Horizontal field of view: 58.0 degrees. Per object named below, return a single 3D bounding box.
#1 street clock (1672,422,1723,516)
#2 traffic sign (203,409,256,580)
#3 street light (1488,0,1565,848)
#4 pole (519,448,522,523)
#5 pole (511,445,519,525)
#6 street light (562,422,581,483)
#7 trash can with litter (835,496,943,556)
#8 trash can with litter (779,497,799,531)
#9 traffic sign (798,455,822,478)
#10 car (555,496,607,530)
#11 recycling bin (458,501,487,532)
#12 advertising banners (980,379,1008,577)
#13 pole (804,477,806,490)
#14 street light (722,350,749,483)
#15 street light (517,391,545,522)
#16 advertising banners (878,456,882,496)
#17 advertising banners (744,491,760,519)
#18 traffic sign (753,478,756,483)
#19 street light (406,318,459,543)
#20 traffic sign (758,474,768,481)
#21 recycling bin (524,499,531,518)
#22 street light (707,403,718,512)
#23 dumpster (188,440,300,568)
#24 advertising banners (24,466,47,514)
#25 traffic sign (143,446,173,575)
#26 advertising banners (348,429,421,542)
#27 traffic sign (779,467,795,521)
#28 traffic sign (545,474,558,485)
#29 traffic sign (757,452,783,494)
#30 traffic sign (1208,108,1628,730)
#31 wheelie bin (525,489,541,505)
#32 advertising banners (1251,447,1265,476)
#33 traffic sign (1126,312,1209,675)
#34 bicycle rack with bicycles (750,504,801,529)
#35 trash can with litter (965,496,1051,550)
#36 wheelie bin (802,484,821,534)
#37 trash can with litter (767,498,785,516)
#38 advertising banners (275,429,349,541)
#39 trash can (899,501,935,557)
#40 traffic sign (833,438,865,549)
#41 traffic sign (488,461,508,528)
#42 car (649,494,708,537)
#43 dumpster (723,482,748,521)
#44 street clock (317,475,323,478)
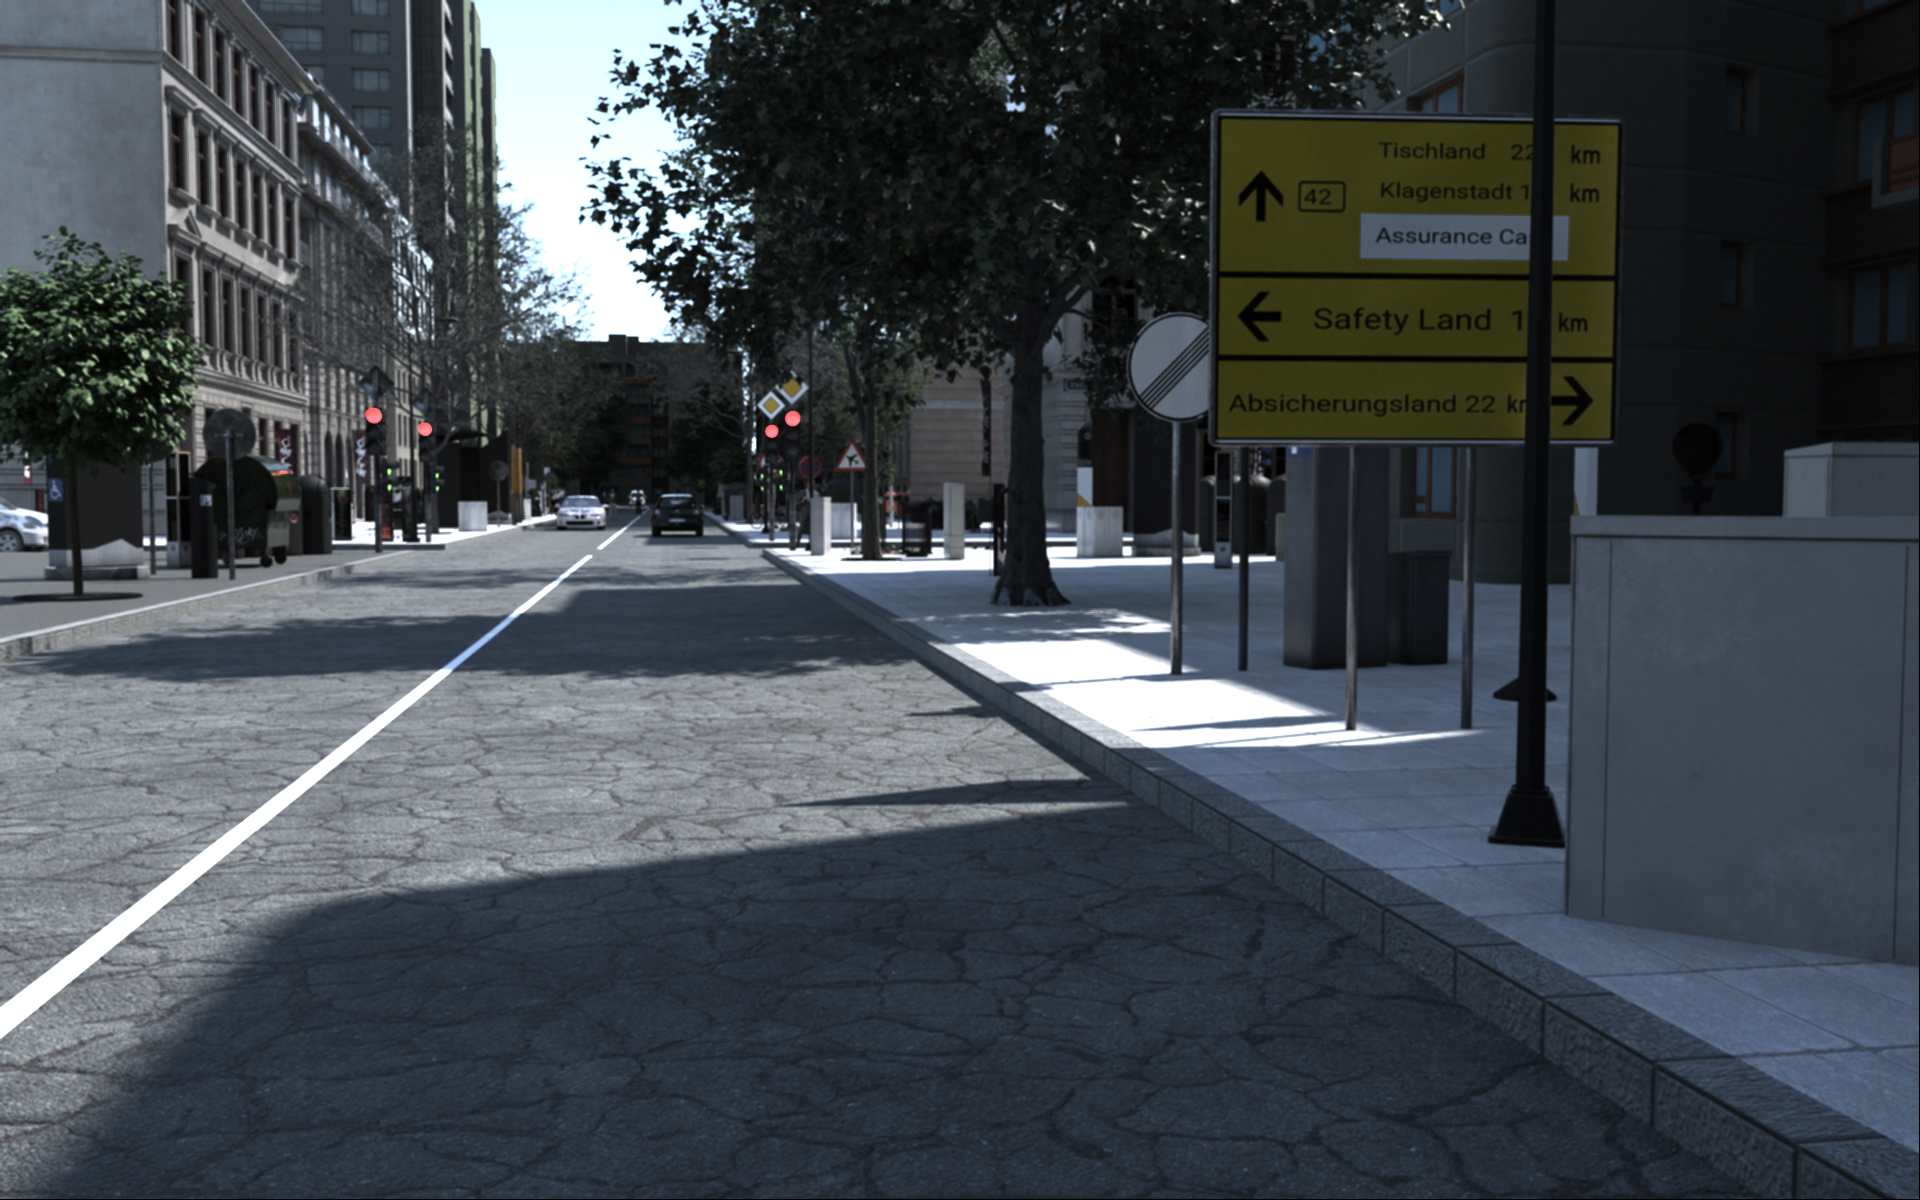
[{"bbox_3d":[7.483,-0.798,17.611,0.471,2.002,0.358,2,4,25],"label":"street clock"},{"bbox_3d":[-10.902,-1.576,25.875,0.768,2.556,0.104,0,4,-7],"label":"traffic sign"},{"bbox_3d":[1.583,-2.057,6.179,1.470,5.913,1.316,-1,4,-10],"label":"street light"},{"bbox_3d":[-19.509,-5.065,76.663,0.158,3.312,0.155,0,3,0],"label":"pole"},{"bbox_3d":[-18.521,-4.773,71.889,0.158,3.312,0.155,0,3,0],"label":"pole"},{"bbox_3d":[-25.052,-8.515,111.757,1.470,5.913,1.316,-1,4,-10],"label":"street light"},{"bbox_3d":[-1.435,-1.574,36.789,2.233,1.210,1.678,0,4,-8],"label":"trash can with litter"},{"bbox_3d":[-5.695,-3.018,60.408,1.678,1.210,2.233,1,4,10],"label":"trash can with litter"},{"bbox_3d":[-4.890,-3.452,56.546,0.768,2.556,0.104,0,4,-5],"label":"traffic sign"},{"bbox_3d":[-15.345,-3.539,70.230,2.083,1.381,4.827,-1,4,-10],"label":"car"},{"bbox_3d":[-16.640,-2.850,59.151,0.722,1.027,0.722,3,5,41],"label":"recycling bin"},{"bbox_3d":[0.628,-1.901,27.277,0.090,3.025,2.074,1,4,18],"label":"advertising banners"},{"bbox_3d":[-10.751,-7.735,120.307,0.158,3.312,0.155,0,3,0],"label":"pole"},{"bbox_3d":[-6.836,-5.105,56.006,1.470,5.913,1.316,-1,4,-10],"label":"street light"},{"bbox_3d":[-19.411,-6.466,78.260,1.470,5.913,1.316,-1,4,-10],"label":"street light"},{"bbox_3d":[-3.820,-5.125,79.983,0.090,3.025,2.074,-1,4,-12],"label":"advertising banners"},{"bbox_3d":[-10.500,-5.707,89.500,0.090,3.025,2.074,-3,5,-44],"label":"advertising banners"},{"bbox_3d":[-13.908,-7.012,114.744,0.768,2.556,0.104,0,4,-1],"label":"traffic sign"},{"bbox_3d":[-13.883,-4.470,45.623,1.470,5.913,1.316,-1,4,-10],"label":"street light"},{"bbox_3d":[-9.642,-5.232,85.552,0.884,2.594,0.081,0,4,-3],"label":"traffic sign"},{"bbox_3d":[-23.312,-4.866,92.113,0.722,1.027,0.722,2,4,33],"label":"recycling bin"},{"bbox_3d":[-12.216,-7.103,88.667,1.470,5.913,1.316,-1,4,-10],"label":"street light"},{"bbox_3d":[-12.708,-1.730,30.785,1.502,2.255,1.985,-1,4,-9],"label":"dumpster"},{"bbox_3d":[-26.518,-3.285,49.902,0.090,3.025,2.074,0,4,-4],"label":"advertising banners"},{"bbox_3d":[-12.870,-1.679,27.557,0.768,2.556,0.104,0,4,-6],"label":"traffic sign"},{"bbox_3d":[-15.510,-3.093,46.756,2.074,3.025,0.090,1,4,16],"label":"advertising banners"},{"bbox_3d":[-8.080,-4.939,80.853,0.768,2.556,0.104,0,4,-1],"label":"traffic sign"},{"bbox_3d":[-24.628,-6.378,104.385,0.768,2.556,0.104,-1,4,-8],"label":"traffic sign"},{"bbox_3d":[-5.577,-3.115,51.031,0.768,2.556,0.104,0,4,0],"label":"traffic sign"},{"bbox_3d":[2.451,-0.946,9.343,2.265,3.308,0.079,0,4,-4],"label":"traffic sign"},{"bbox_3d":[-25.071,-5.730,101.593,0.693,1.594,0.980,1,4,22],"label":"wheelie bin"},{"bbox_3d":[8.406,-3.484,53.157,2.074,3.025,0.090,1,4,9],"label":"advertising banners"},{"bbox_3d":[1.538,-0.742,12.240,0.768,2.556,0.104,0,4,-8],"label":"traffic sign"},{"bbox_3d":[-6.336,-3.098,64.039,2.925,0.926,2.852,-1,4,-20],"label":"bicycle rack with bicycles"},{"bbox_3d":[1.011,-1.789,40.302,2.233,1.210,1.678,0,4,2],"label":"trash can with litter"},{"bbox_3d":[-4.649,-2.886,55.096,0.693,1.594,0.980,-3,5,-41],"label":"wheelie bin"},{"bbox_3d":[-10.832,-5.507,101.428,1.055,1.170,0.624,-3,5,-44],"label":"trash can with litter"},{"bbox_3d":[-17.485,-3.106,46.970,2.074,3.025,0.090,-3,4,-37],"label":"advertising banners"},{"bbox_3d":[-0.880,-1.452,35.398,0.748,1.137,0.748,0,3,0],"label":"trash can"},{"bbox_3d":[-2.498,-2.453,40.114,0.884,2.594,0.081,0,4,-4],"label":"traffic sign"},{"bbox_3d":[-17.592,-4.029,65.985,0.768,2.556,0.104,0,4,-3],"label":"traffic sign"},{"bbox_3d":[-9.668,-3.034,59.384,2.009,1.686,4.222,0,4,-8],"label":"car"},{"bbox_3d":[-10.857,-4.794,84.145,1.264,1.857,1.865,-1,4,-10],"label":"dumpster"},{"bbox_3d":[-24.991,-3.843,67.410,0.471,2.002,0.358,-2,4,-27],"label":"street clock"}]
